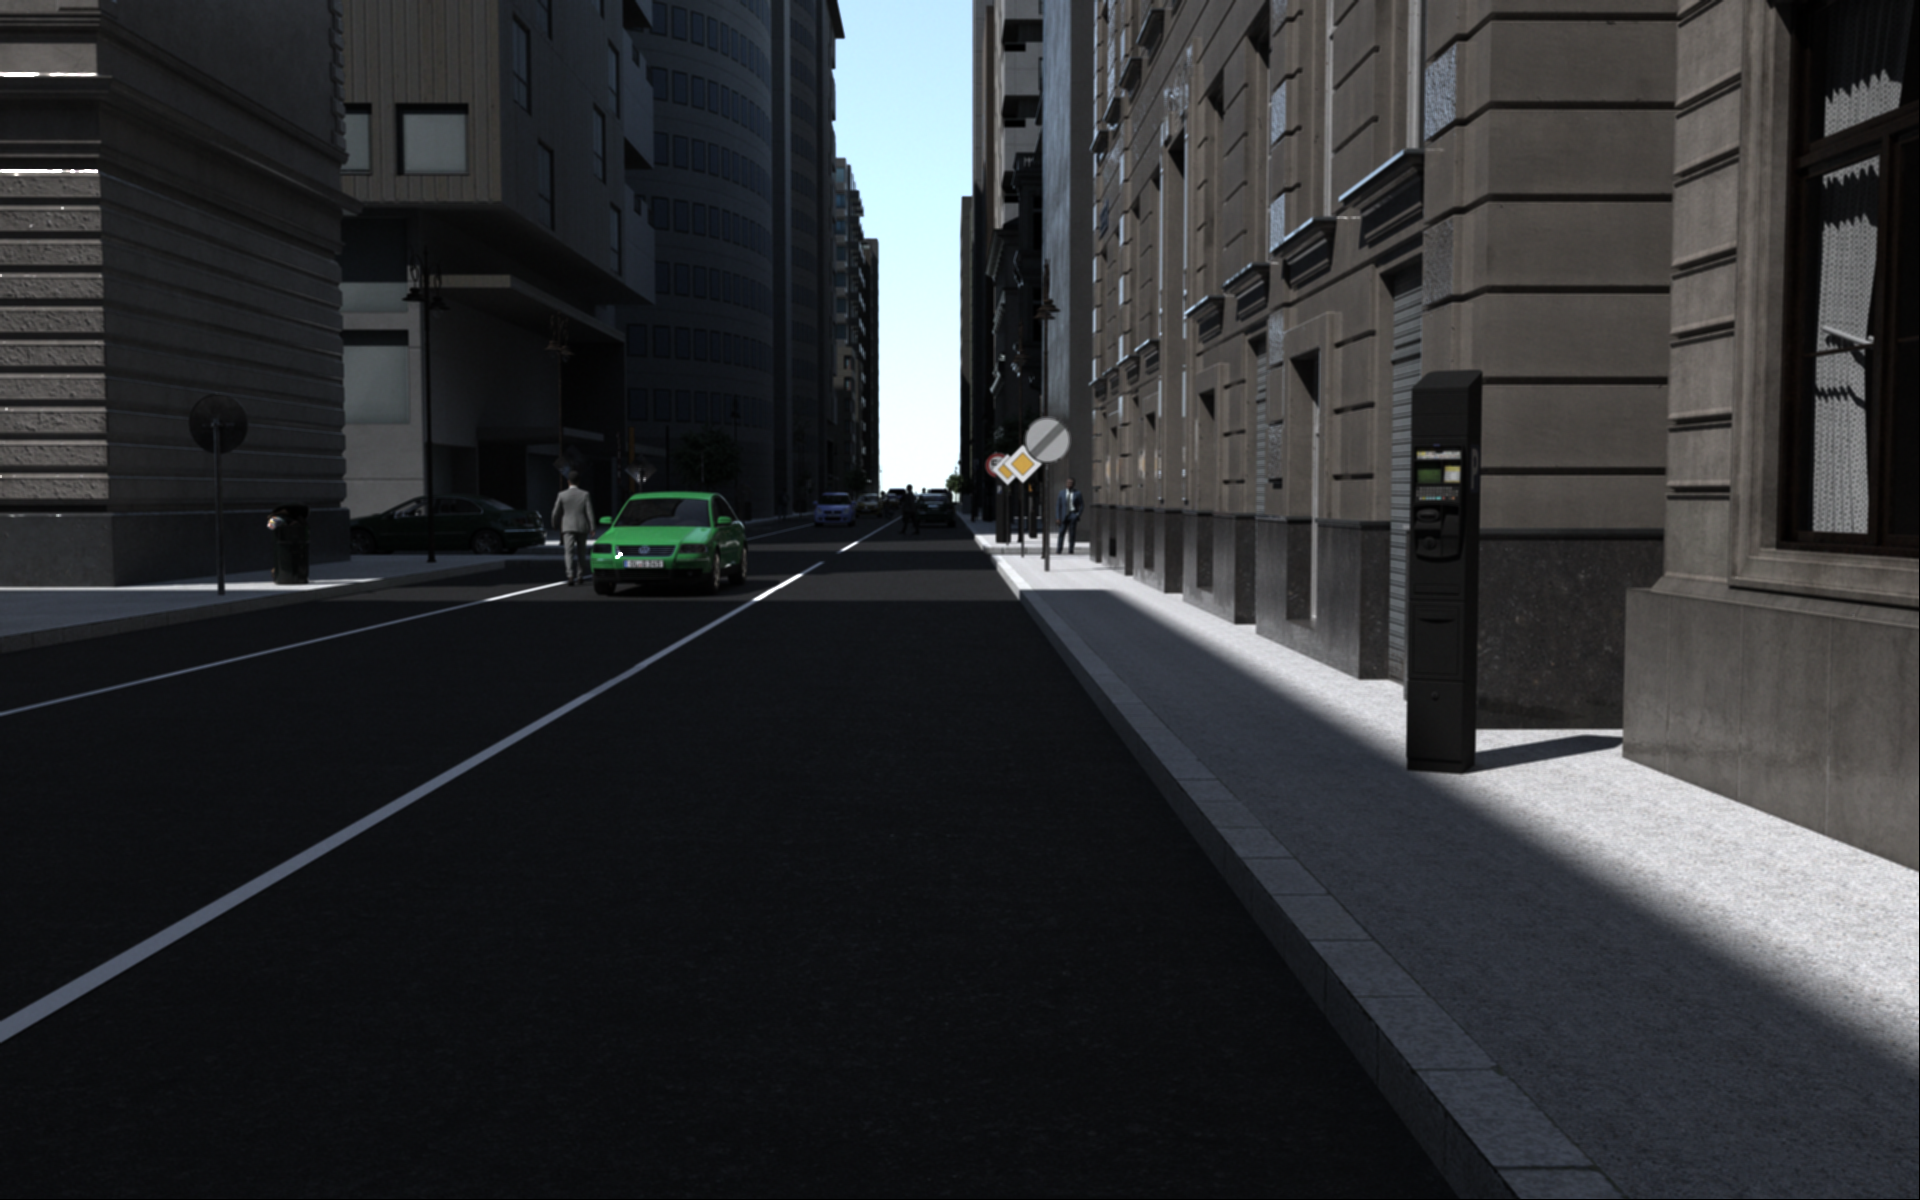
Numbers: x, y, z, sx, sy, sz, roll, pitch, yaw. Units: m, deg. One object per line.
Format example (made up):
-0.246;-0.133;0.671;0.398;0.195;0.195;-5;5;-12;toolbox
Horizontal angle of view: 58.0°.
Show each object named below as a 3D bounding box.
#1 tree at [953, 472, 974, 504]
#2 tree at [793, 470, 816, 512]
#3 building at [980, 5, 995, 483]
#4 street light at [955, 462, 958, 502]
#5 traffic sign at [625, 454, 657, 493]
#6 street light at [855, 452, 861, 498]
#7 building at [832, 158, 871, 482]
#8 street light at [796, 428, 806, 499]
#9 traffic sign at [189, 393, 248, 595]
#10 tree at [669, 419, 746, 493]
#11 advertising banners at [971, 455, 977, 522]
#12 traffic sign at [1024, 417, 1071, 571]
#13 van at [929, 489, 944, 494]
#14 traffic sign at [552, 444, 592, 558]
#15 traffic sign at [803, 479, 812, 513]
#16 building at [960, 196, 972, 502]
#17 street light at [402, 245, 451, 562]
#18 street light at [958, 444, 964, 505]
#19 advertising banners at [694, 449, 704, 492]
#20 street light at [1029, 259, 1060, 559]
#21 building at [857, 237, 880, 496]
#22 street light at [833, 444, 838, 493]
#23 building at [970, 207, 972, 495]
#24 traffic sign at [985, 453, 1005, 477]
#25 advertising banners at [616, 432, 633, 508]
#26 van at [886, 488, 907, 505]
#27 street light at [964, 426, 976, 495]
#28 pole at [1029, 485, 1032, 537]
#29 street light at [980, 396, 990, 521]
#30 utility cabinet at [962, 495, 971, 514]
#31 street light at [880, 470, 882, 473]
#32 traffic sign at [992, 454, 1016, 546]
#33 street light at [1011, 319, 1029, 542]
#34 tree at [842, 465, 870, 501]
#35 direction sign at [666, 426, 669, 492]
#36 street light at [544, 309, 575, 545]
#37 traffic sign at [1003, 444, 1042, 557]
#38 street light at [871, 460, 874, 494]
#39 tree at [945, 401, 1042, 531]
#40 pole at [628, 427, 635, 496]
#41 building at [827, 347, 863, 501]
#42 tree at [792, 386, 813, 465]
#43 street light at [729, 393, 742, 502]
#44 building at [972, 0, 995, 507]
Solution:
0.746;-8.900;140.120;1.663;3.219;1.824;0;3;0;tree
-11.173;-8.090;126.878;1.663;3.219;1.824;0;3;0;tree
9.091;-31.039;157.593;14.600;45.320;14.200;0;4;-1;building
-0.074;-13.551;194.347;0.468;5.910;1.993;0;4;-1;street light
-7.914;-2.405;42.957;0.795;2.450;0.064;0;4;-1;traffic sign
-11.729;-14.068;202.797;0.468;5.910;1.993;0;4;-1;street light
-25.008;-38.353;246.683;23.786;49.044;30.456;0;4;-1;building
-10.867;-8.998;119.912;0.468;5.910;1.993;0;4;-1;street light
-9.386;-1.335;21.930;0.768;2.556;0.104;0;4;4;traffic sign
-11.096;-5.652;76.118;4.285;4.588;4.351;0;3;0;tree
0.632;-5.083;79.296;0.090;3.025;2.074;0;4;-5;advertising banners
1.448;-1.749;28.704;0.768;2.556;0.104;0;4;5;traffic sign
-2.775;-12.292;205.353;2.240;2.365;5.245;0;4;-2;van
-7.827;-1.916;34.973;0.795;2.450;0.064;0;4;-1;traffic sign
-10.400;-7.107;118.321;0.606;2.300;0.079;1;4;8;traffic sign
10.778;-39.310;266.426;21.300;48.544;21.600;0;4;-1;building
-9.929;-3.644;32.368;0.468;5.910;1.993;0;4;-1;street light
0.318;-11.371;158.707;0.468;5.910;1.993;0;4;-1;street light
-10.079;-4.329;66.960;0.090;3.025;2.074;0;4;2;advertising banners
1.693;-3.757;34.222;0.468;5.910;1.993;0;4;-1;street light
-19.834;-35.817;269.209;14.154;41.232;14.086;0;4;-1;building
-11.168;-11.203;155.963;0.468;5.910;1.993;0;4;-1;street light
8.498;-34.550;248.486;14.154;41.232;14.086;0;4;-1;building
1.170;-3.268;53.542;0.768;2.556;0.104;0;4;1;traffic sign
-9.605;-3.265;49.577;0.090;3.025;2.074;0;4;1;advertising banners
-6.501;-10.759;180.300;2.240;2.365;5.245;0;4;1;van
0.684;-9.191;123.066;0.468;5.910;1.993;0;4;-1;street light
2.138;-3.544;51.795;0.158;3.312;0.155;0;3;0;pole
1.189;-6.657;81.623;0.468;5.910;1.993;0;4;-1;street light
0.648;-6.170;112.038;1.020;1.237;0.306;0;4;1;utility cabinet
-12.524;-18.476;274.862;0.468;5.910;1.993;0;4;-1;street light
1.179;-2.409;43.036;0.795;2.450;0.064;0;4;-1;traffic sign
1.604;-4.468;45.844;0.468;5.910;1.993;0;4;-1;street light
-11.721;-12.941;195.295;4.285;4.588;4.351;0;3;0;tree
-9.735;-4.020;57.719;0.379;3.537;0.876;-1;4;-14;direction sign
-9.989;-4.316;43.358;0.468;5.910;1.993;0;4;-1;street light
1.267;-1.921;35.051;0.795;2.450;0.064;0;4;-1;traffic sign
-12.029;-16.248;238.439;0.468;5.910;1.993;0;4;-1;street light
2.351;-4.734;61.113;4.285;4.588;4.351;0;3;0;tree
-9.983;-3.597;52.657;0.158;3.312;0.155;0;3;0;pole
-26.651;-22.804;217.882;27.650;21.520;28.899;0;4;-1;building
-11.433;-9.845;111.328;4.360;8.622;3.978;0;3;0;tree
-10.319;-6.541;79.739;0.468;5.910;1.993;0;4;-1;street light
11.759;-38.923;178.387;21.231;58.520;28.212;0;4;-1;building
